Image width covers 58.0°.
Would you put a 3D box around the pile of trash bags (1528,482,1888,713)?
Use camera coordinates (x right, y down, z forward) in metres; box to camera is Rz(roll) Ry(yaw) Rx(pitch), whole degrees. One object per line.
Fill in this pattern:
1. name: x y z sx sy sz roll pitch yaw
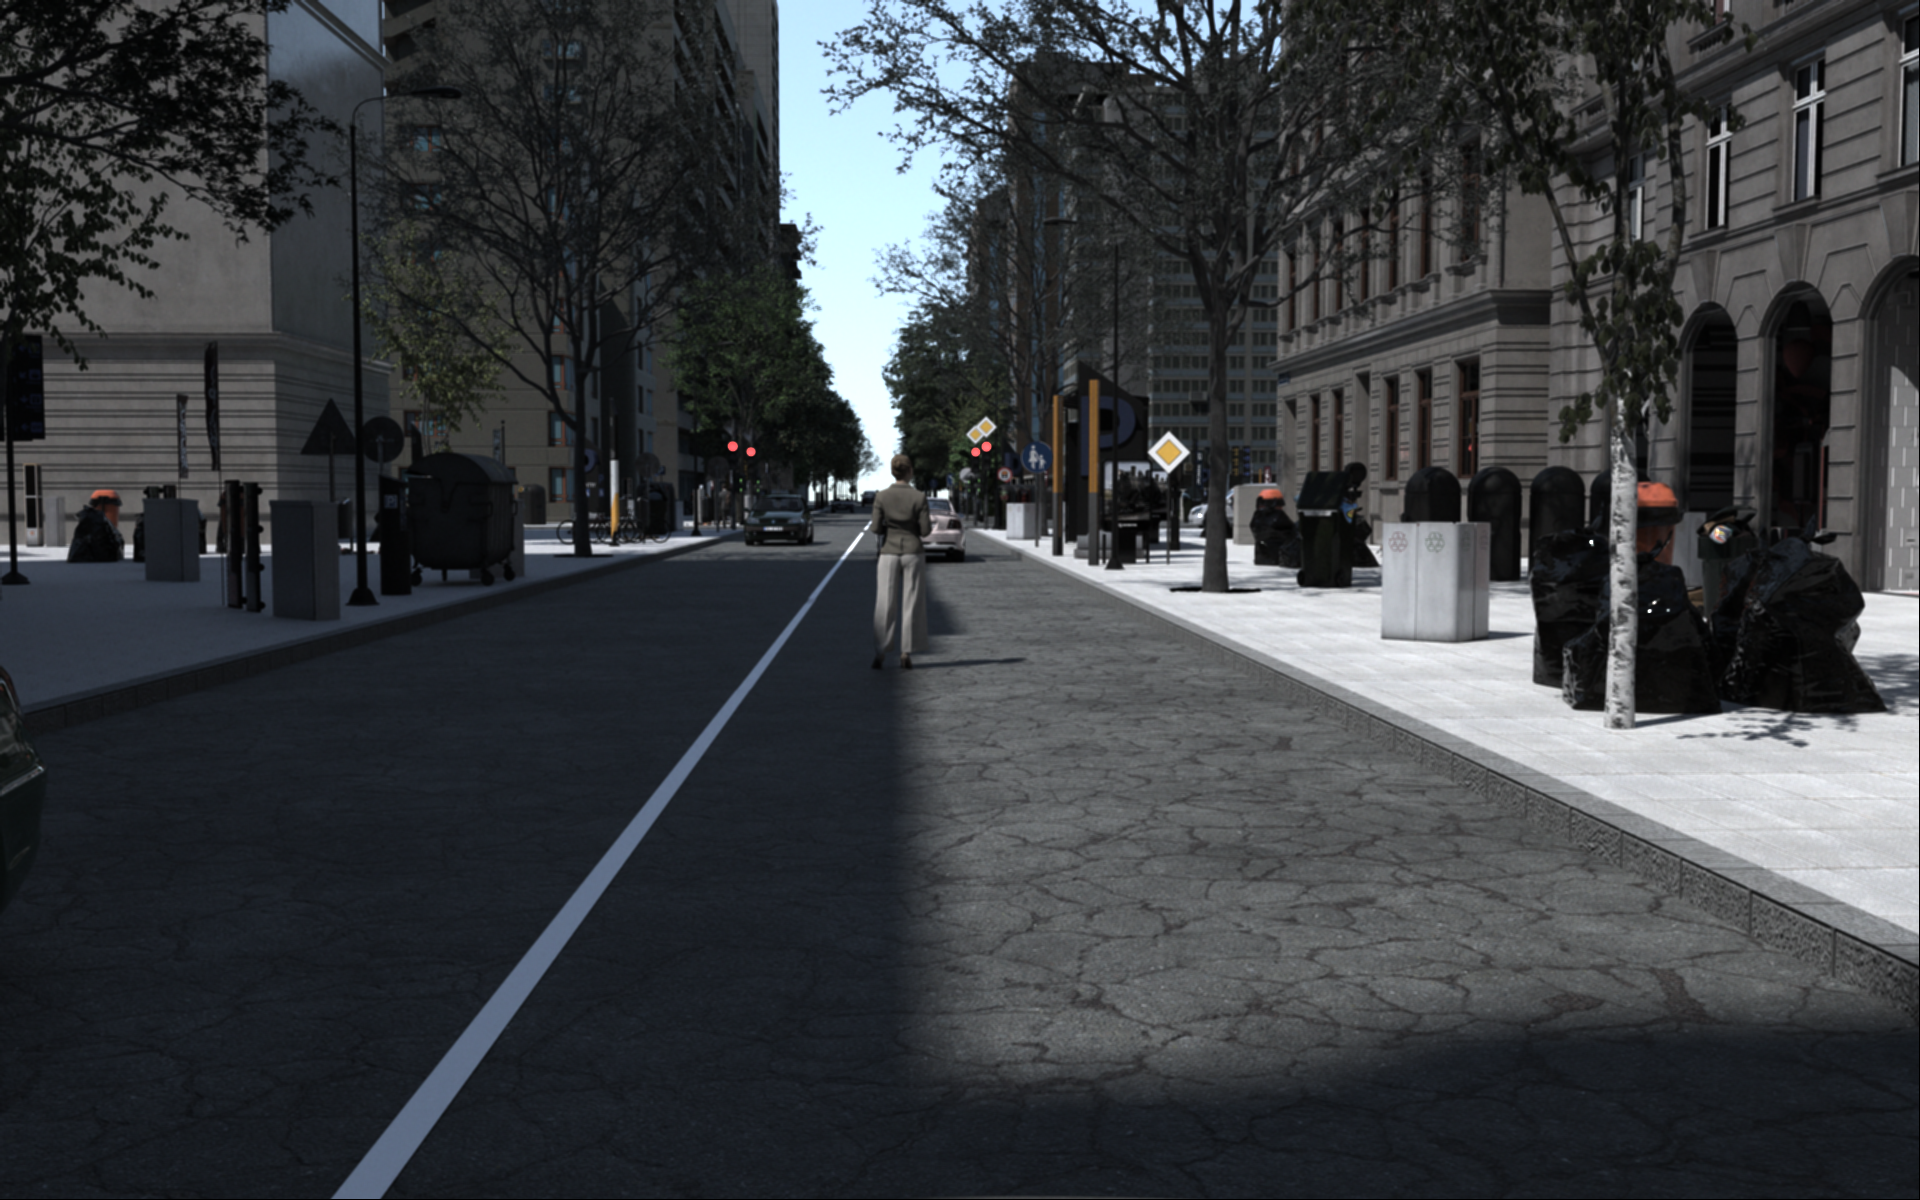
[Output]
1. pile of trash bags: 4.815 -0.116 11.648 1.912 1.369 3.447 1 4 12

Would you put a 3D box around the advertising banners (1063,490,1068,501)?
1. advertising banners: 4.178 -3.948 60.740 2.074 3.025 0.090 -2 4 -30

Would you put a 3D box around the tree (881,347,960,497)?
1. tree: -2.833 -21.516 207.672 12.611 20.169 13.585 0 3 0

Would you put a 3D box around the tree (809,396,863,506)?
1. tree: -14.091 -16.510 188.062 7.486 12.596 7.792 0 3 0

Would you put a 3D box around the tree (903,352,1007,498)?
1. tree: -0.158 -12.173 124.782 9.928 11.665 9.643 0 3 0

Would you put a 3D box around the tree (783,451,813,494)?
1. tree: -14.250 -9.791 143.788 4.285 4.588 4.351 0 3 0

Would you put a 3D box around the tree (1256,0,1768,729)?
1. tree: 3.386 -3.602 9.249 4.360 8.622 3.978 0 3 0

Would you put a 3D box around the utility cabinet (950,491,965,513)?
1. utility cabinet: -0.088 -6.622 116.956 1.173 1.500 0.318 1 4 15

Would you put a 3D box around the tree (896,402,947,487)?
1. tree: -2.819 -15.633 173.725 7.486 12.596 7.792 0 3 0

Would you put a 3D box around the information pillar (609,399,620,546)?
1. information pillar: -8.476 -3.126 42.470 0.183 3.616 0.504 -2 4 -25

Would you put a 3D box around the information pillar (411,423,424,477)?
1. information pillar: -17.838 -4.013 56.973 0.504 3.616 0.183 2 4 29

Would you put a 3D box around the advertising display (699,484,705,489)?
1. advertising display: -17.010 -6.667 114.226 0.123 1.923 0.974 -1 4 -23

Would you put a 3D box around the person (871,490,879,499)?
1. person: -8.493 -10.373 177.726 1.348 1.869 0.705 -3 4 -36

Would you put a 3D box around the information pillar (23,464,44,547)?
1. information pillar: -22.549 -2.304 42.162 0.304 2.012 0.304 0 4 -6

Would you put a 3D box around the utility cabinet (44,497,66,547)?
1. utility cabinet: -22.094 -1.904 42.290 0.306 1.237 1.020 -1 4 -18

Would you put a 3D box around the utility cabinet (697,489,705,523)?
1. utility cabinet: -11.420 -4.102 75.752 0.318 1.500 1.173 0 4 1

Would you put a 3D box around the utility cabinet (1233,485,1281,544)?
1. utility cabinet: 7.513 -2.152 43.856 1.173 1.500 0.318 -1 4 -17

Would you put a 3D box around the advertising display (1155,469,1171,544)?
1. advertising display: 4.980 -2.428 44.905 0.974 1.923 0.123 0 4 -1

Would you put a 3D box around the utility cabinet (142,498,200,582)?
1. utility cabinet: -11.660 -0.885 25.625 1.020 1.237 0.306 2 4 35

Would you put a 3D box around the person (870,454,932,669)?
1. person: -0.473 -0.316 14.222 0.519 1.759 0.362 0 4 6

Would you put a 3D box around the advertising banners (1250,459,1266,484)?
1. advertising banners: 14.846 -5.543 86.815 0.090 3.025 2.074 2 4 28

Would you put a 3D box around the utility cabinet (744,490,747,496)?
1. utility cabinet: -12.349 -5.742 102.562 1.173 1.500 0.318 0 4 -6

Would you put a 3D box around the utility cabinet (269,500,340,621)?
1. utility cabinet: -6.785 -0.415 17.952 0.306 1.237 1.020 -3 5 -44

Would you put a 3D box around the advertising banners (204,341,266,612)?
1. advertising banners: -8.168 -1.422 19.442 0.090 3.025 2.074 -3 4 -37

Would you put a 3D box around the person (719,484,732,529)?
1. person: -8.934 -3.522 66.052 0.622 1.834 0.822 -1 4 -17

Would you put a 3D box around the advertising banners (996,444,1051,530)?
1. advertising banners: 2.246 -3.976 61.203 2.074 3.025 0.090 2 4 23

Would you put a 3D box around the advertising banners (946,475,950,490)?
1. advertising banners: -0.421 -7.576 120.056 0.090 3.025 2.074 2 4 34

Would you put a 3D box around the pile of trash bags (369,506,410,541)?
1. pile of trash bags: -14.345 -2.266 46.805 3.447 1.369 1.912 2 4 34

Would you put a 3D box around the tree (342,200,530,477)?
1. tree: -12.843 -5.646 42.667 4.737 8.622 4.395 0 3 0

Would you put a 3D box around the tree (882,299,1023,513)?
1. tree: -0.166 -12.515 111.272 9.857 13.997 8.962 0 3 0

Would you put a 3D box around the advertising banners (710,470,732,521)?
1. advertising banners: -11.280 -5.283 82.572 0.090 3.025 2.074 2 4 26

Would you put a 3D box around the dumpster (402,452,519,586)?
1. dumpster: -7.128 -1.163 24.779 1.264 1.857 1.865 0 4 -2

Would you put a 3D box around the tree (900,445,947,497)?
1. tree: -3.903 -19.170 230.429 9.611 12.733 9.660 0 3 0

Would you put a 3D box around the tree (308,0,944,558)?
1. tree: -7.820 -7.613 34.851 12.009 13.543 11.850 0 3 0

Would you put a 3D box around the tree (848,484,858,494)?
1. tree: -18.143 -18.280 293.479 1.663 3.219 1.824 0 3 0

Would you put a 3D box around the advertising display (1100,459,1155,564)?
1. advertising display: 3.058 -1.631 31.887 0.974 1.923 0.123 -1 4 -14

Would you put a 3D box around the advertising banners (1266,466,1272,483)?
1. advertising banners: 18.714 -6.895 108.920 0.090 3.025 2.074 -3 5 -41

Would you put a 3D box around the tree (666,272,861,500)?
1. tree: -10.513 -10.550 89.501 9.611 12.733 9.660 0 3 0

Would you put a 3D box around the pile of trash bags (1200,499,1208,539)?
1. pile of trash bags: 7.918 -2.439 49.627 1.912 1.369 3.447 0 4 4

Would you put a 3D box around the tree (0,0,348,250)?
1. tree: -7.914 -4.747 12.023 7.601 10.594 8.767 0 4 -3

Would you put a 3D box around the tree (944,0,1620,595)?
1. tree: 3.384 -6.838 22.166 12.009 13.543 11.850 0 3 0

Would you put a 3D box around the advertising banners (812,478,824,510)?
1. advertising banners: -11.662 -8.929 142.170 0.090 3.025 2.074 -2 4 -31

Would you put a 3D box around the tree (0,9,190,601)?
1. tree: -11.636 -4.310 20.836 4.737 8.622 4.395 0 3 0

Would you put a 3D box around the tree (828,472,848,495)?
1. tree: -15.050 -16.252 216.088 4.737 8.622 4.395 0 3 0

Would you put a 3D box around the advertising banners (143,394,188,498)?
1. advertising banners: -13.582 -2.051 29.729 0.090 3.025 2.074 0 4 -5

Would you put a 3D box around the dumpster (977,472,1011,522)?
1. dumpster: 1.503 -4.584 77.446 1.502 2.255 1.985 0 4 -2

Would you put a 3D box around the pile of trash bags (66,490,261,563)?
1. pile of trash bags: -15.294 -1.433 33.177 3.447 1.369 1.912 0 4 -3

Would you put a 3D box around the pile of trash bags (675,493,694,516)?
1. pile of trash bags: -16.659 -5.807 104.704 1.912 1.369 3.447 1 4 15

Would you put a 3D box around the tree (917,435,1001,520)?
1. tree: 0.864 -6.313 86.938 4.285 4.588 4.351 0 3 0

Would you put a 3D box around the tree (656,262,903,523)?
1. tree: -9.566 -9.190 76.015 9.928 11.665 9.643 0 3 0

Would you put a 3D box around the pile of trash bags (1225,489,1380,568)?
1. pile of trash bags: 6.173 -1.332 31.537 1.912 1.369 3.447 -1 4 -13

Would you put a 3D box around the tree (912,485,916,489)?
1. tree: -2.521 -12.299 184.794 4.285 4.588 4.351 0 3 0

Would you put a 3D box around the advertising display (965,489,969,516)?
1. advertising display: 0.390 -6.000 103.306 0.123 1.923 0.974 0 4 -7

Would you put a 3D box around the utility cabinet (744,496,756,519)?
1. utility cabinet: -8.901 -3.796 73.220 0.306 1.237 1.020 1 4 12

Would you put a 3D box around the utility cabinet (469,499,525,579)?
1. utility cabinet: -7.123 -0.947 26.648 0.306 1.237 1.020 1 4 23

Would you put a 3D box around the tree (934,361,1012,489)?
1. tree: 0.915 -8.912 96.076 4.737 8.622 4.395 0 3 0

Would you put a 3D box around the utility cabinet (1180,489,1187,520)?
1. utility cabinet: 10.971 -4.564 83.296 0.318 1.500 1.173 2 4 32

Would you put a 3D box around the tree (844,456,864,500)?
1. tree: -18.001 -20.568 286.656 4.360 8.622 3.978 0 3 0
